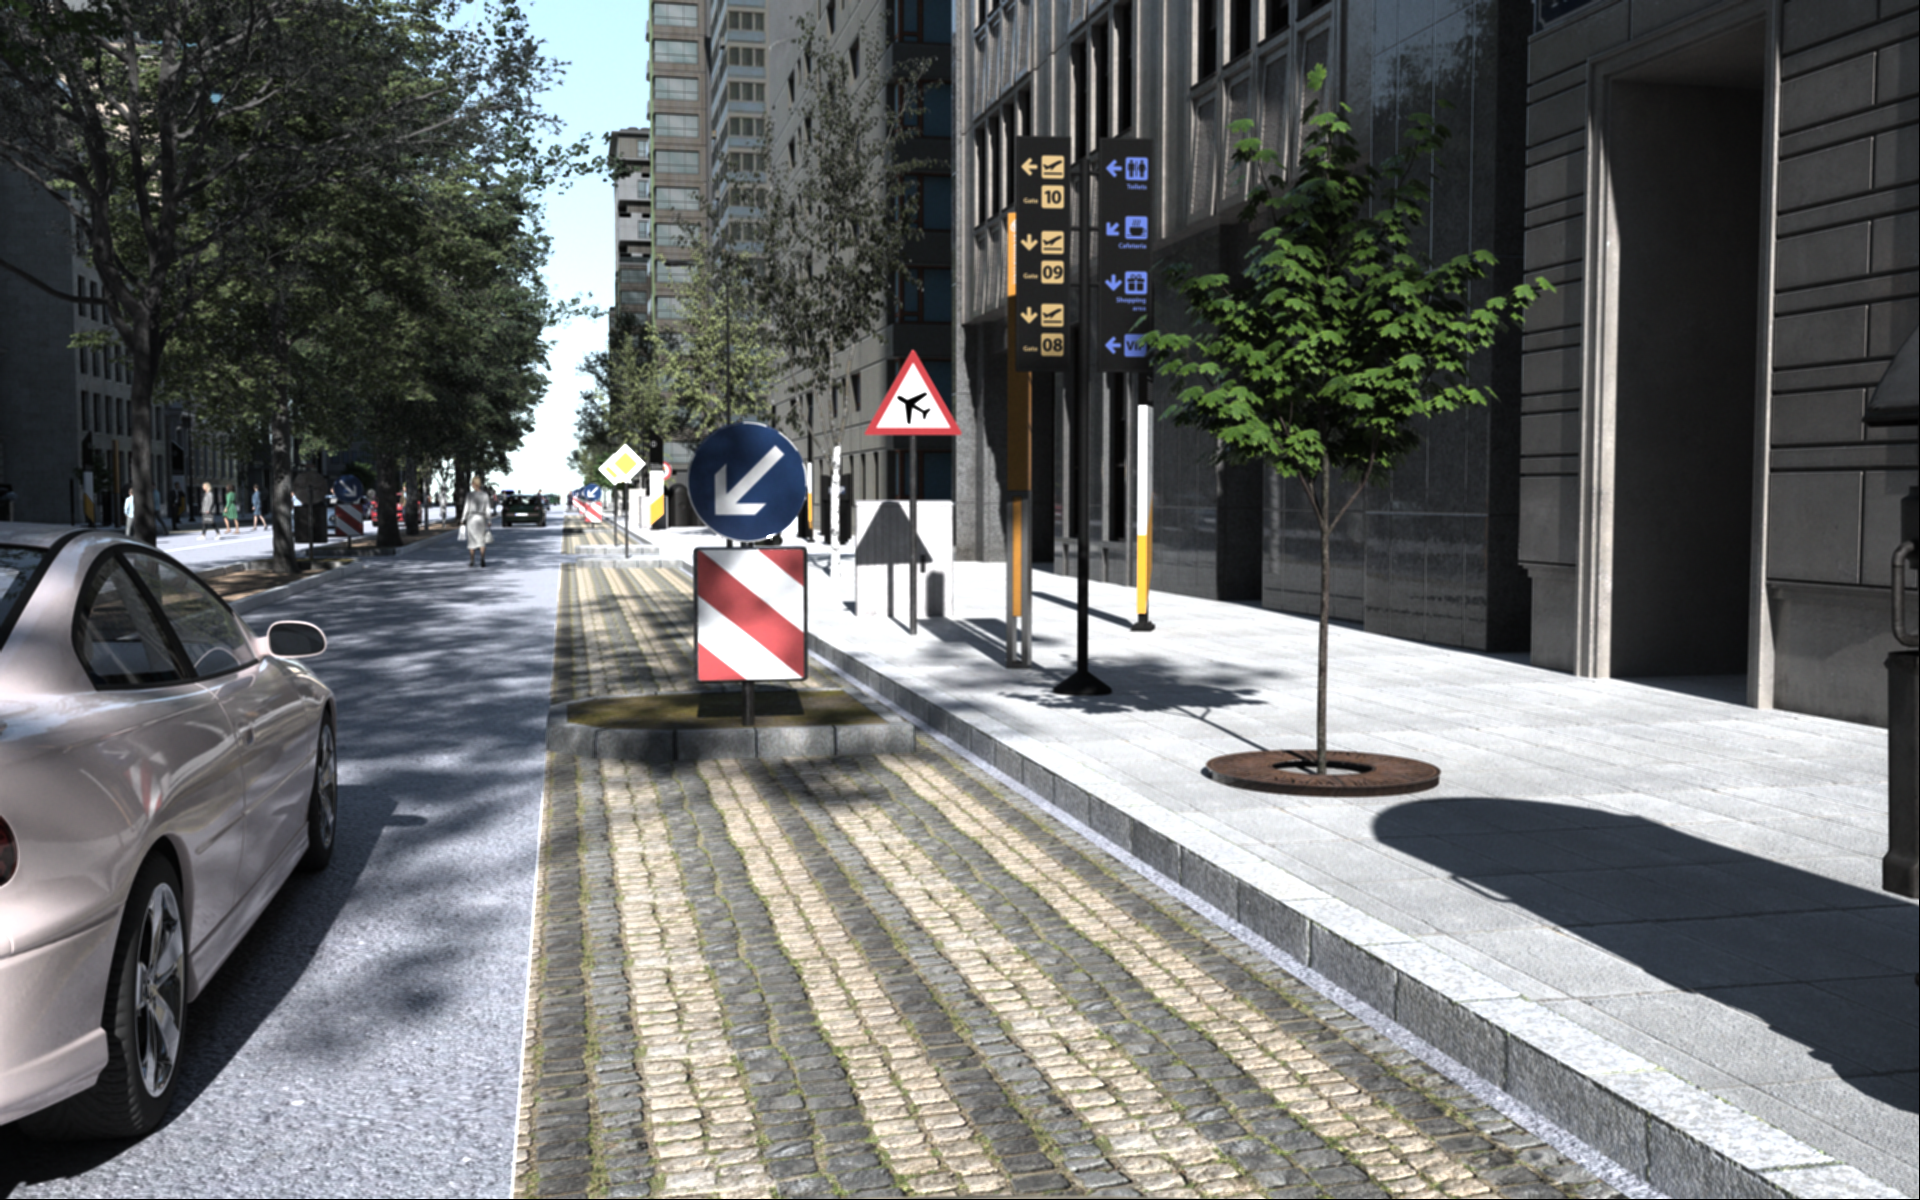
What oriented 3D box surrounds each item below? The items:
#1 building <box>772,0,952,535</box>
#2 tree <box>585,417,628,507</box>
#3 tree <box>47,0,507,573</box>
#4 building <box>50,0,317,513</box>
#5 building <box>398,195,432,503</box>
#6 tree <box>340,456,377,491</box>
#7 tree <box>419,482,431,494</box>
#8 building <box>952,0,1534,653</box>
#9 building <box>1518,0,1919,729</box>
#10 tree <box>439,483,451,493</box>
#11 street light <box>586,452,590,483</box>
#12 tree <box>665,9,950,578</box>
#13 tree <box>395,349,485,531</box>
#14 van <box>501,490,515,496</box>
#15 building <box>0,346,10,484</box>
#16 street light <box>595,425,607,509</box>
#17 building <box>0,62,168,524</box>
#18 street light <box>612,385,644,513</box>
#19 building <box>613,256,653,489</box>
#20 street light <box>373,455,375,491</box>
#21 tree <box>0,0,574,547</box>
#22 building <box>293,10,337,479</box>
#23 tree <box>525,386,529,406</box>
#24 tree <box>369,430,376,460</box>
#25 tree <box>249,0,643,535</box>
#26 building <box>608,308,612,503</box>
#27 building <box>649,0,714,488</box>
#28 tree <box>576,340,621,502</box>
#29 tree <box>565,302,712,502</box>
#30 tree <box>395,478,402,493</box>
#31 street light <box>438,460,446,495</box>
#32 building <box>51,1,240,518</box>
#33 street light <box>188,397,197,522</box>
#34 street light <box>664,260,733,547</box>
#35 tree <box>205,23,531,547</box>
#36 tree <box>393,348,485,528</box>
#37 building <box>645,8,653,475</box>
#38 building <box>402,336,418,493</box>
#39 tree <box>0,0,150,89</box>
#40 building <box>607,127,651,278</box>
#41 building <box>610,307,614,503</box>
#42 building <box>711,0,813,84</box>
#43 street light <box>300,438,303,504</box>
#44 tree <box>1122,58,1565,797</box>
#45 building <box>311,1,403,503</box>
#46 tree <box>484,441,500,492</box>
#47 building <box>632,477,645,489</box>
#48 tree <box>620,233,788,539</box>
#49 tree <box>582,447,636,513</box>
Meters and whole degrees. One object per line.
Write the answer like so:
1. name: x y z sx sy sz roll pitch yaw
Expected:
1. building: 9.217 -13.349 63.298 28.899 21.520 27.650 -1 4 -13
2. tree: -31.098 -12.345 152.203 4.360 8.622 3.978 0 3 0
3. tree: -12.012 -6.726 30.550 7.486 12.596 7.792 0 3 0
4. building: -60.006 -30.813 123.401 23.786 49.044 30.456 -1 4 -13
5. building: -85.923 -37.018 255.346 14.600 45.320 14.200 -1 4 -13
6. tree: -52.371 -10.225 150.891 4.285 4.588 4.351 0 3 0
7. tree: -67.540 -13.737 219.196 1.663 3.219 1.824 0 3 0
8. building: 7.901 -12.611 24.220 12.078 24.808 19.932 -1 4 -13
9. building: 11.252 -10.258 3.870 11.583 22.565 21.152 -1 4 -13
10. tree: -75.297 -15.827 253.364 1.663 3.219 1.824 0 3 0
11. street light: -30.877 -10.718 147.783 1.470 5.913 1.316 -1 4 -13
12. tree: -2.063 -4.656 26.484 4.360 8.622 3.978 0 3 0
13. tree: -20.774 -6.994 67.174 4.360 8.622 3.978 0 3 0
14. van: -62.716 -14.435 240.399 2.240 2.365 5.245 -1 4 -11
15. building: -41.502 -14.411 54.707 14.460 24.649 34.723 -1 4 -13
16. street light: -23.591 -8.743 115.492 1.470 5.913 1.316 -1 4 -13
17. building: -44.832 -13.841 81.055 10.420 20.320 16.860 -1 4 -13
18. street light: -14.053 -6.189 73.725 1.470 5.913 1.316 -1 4 -13
19. building: -34.641 -26.952 212.373 14.160 30.474 14.107 -1 4 -13
20. street light: -52.109 -11.195 155.585 1.470 5.913 1.316 -1 4 -13
21. tree: -10.001 -6.610 20.897 12.009 13.543 11.850 0 3 0
22. building: -67.745 -30.429 152.138 22.147 44.769 28.867 -1 4 -13
23. tree: -26.778 -10.128 93.802 9.928 11.665 9.643 0 3 0
24. tree: -55.885 -13.403 169.503 4.737 8.622 4.395 0 3 0
25. tree: -17.569 -12.258 58.761 12.611 20.169 13.585 0 3 0
26. building: -46.929 -30.297 267.057 14.160 30.474 14.107 -1 4 -13
27. building: -15.927 -27.227 128.763 14.154 41.232 14.086 -1 4 -13
28. tree: -14.362 -7.798 77.858 4.737 8.622 4.395 0 3 0
29. tree: -15.576 -9.195 84.749 7.601 10.594 8.767 0 4 -7
30. tree: -57.111 -10.966 173.889 1.663 3.219 1.824 0 3 0
31. street light: -70.444 -16.104 235.842 1.470 5.913 1.316 -1 4 -13
32. building: -50.079 -19.169 99.322 13.634 28.700 20.117 -1 4 -13
33. street light: -35.014 -6.579 80.100 1.470 5.913 1.316 -1 4 -13
34. street light: -5.173 -3.797 34.629 1.470 5.913 1.316 -1 4 -13
35. tree: -15.472 -8.406 46.543 9.857 13.997 8.962 0 3 0
36. tree: -21.746 -7.330 72.671 4.737 8.622 4.395 0 3 0
37. building: -15.716 -32.524 151.368 23.786 49.044 30.456 -1 4 -13
38. building: -79.579 -27.921 228.216 14.160 30.474 14.107 -1 4 -13
39. tree: -7.747 -5.011 10.137 9.928 11.665 9.643 0 3 0
40. building: -35.244 -40.269 247.640 28.713 52.752 27.495 -1 4 -13
41. building: -37.822 -27.791 226.091 14.160 30.474 14.107 -1 4 -13
42. building: -2.577 -25.453 108.039 32.217 40.220 23.993 -1 4 -13
43. street light: -42.594 -8.620 113.477 1.470 5.913 1.316 -1 4 -13
44. tree: 1.614 -0.812 7.875 1.663 3.219 1.824 0 3 0
45. building: -78.920 -40.589 205.628 21.231 58.520 28.212 -1 4 -13
46. tree: -24.784 -8.203 86.931 4.360 8.622 3.978 0 3 0
47. building: -17.613 -29.833 179.657 32.217 40.220 23.993 -1 4 -13
48. tree: -6.820 -6.020 48.783 4.737 8.622 4.395 0 3 0
49. tree: -23.884 -8.313 119.637 4.285 4.588 4.351 0 3 0
